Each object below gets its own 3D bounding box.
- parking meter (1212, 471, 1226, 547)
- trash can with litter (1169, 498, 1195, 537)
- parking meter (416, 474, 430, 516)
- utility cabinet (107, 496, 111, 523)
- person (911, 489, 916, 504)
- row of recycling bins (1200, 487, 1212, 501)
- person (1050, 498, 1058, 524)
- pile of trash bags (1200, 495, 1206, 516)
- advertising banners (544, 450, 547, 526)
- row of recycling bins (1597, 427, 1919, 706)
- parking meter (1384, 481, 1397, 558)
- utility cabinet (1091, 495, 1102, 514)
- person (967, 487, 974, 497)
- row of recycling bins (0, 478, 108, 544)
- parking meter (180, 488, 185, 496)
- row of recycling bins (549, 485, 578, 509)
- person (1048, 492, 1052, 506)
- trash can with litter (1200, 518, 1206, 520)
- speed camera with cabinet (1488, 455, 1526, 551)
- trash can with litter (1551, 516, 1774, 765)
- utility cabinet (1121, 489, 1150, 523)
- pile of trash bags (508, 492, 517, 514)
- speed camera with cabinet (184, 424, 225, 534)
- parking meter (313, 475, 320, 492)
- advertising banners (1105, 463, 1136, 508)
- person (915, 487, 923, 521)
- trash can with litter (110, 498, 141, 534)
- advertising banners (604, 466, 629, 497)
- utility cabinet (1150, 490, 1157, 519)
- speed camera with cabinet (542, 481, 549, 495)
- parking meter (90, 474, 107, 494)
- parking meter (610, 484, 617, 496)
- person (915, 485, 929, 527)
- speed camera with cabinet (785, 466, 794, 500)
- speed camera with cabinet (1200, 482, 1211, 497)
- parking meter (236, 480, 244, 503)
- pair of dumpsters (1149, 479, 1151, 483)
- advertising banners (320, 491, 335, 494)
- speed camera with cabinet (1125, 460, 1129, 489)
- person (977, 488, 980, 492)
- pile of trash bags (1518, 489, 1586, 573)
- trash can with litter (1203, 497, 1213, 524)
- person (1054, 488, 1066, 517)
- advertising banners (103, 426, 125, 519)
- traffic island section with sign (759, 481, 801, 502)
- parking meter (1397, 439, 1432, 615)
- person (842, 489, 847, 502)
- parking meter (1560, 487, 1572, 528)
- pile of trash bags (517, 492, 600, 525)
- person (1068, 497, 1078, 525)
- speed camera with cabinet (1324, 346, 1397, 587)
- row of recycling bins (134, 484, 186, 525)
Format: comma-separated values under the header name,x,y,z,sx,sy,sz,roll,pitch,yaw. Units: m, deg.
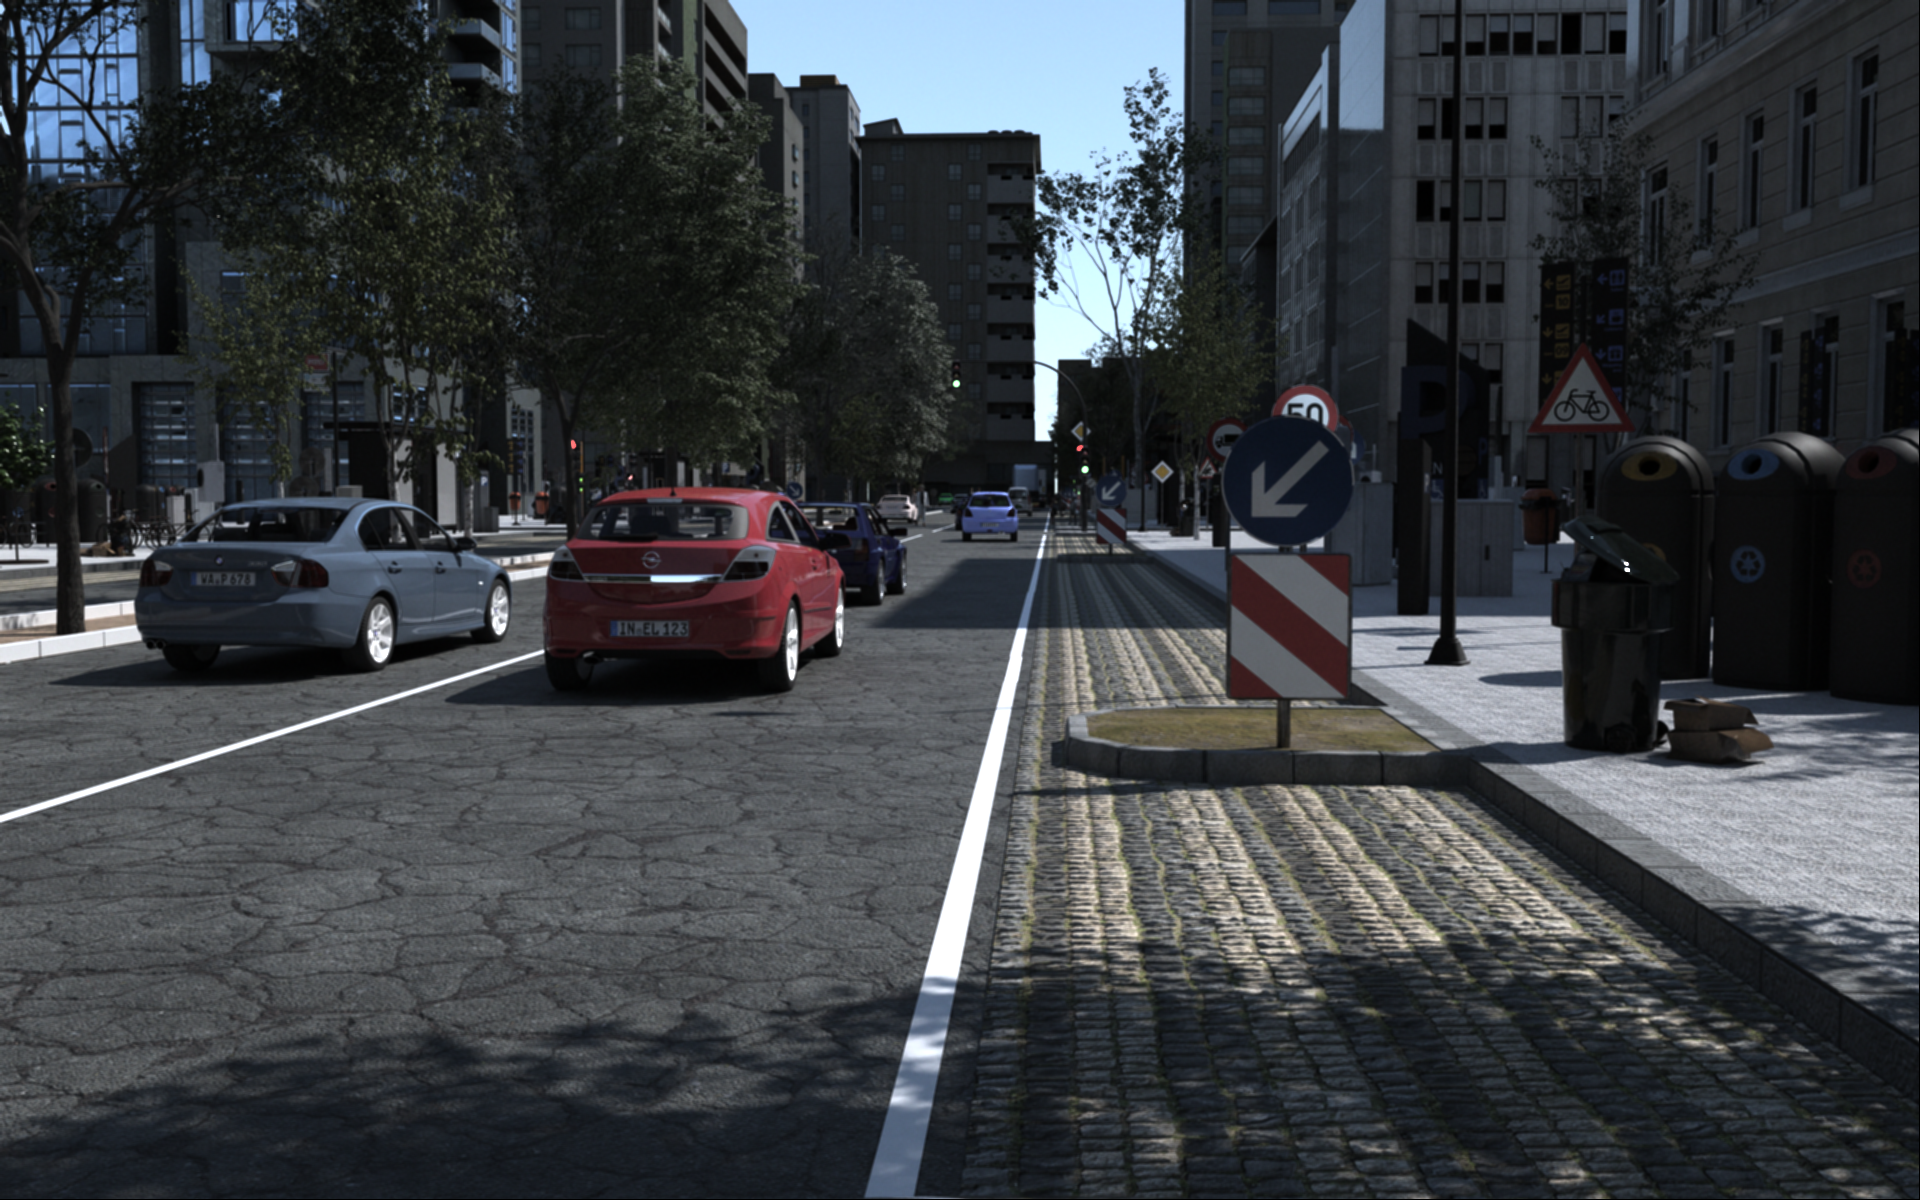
name,x,y,z,sx,sy,sz,roll,pitch,yaw
parking meter,6.307,-2.212,41.871,0.399,1.863,0.255,-3,5,-40
trash can with litter,6.655,-2.492,52.139,0.624,1.170,1.055,-2,4,-27
parking meter,-15.478,-2.703,49.909,0.255,1.863,0.399,-3,5,-41
utility cabinet,-34.519,-3.574,69.595,0.306,1.237,1.020,3,4,37
person,-2.530,-5.383,97.183,0.598,1.740,0.731,-3,5,-41
row of recycling bins,15.056,-5.997,105.161,3.534,1.692,1.069,2,4,25
person,4.412,-4.175,81.430,0.362,1.253,0.373,-3,5,-44
pile of trash bags,14.562,-5.578,100.958,3.447,1.369,1.912,-2,4,-27
advertising banners,-16.765,-4.517,70.034,0.090,3.025,2.074,-1,4,-14
row of recycling bins,5.672,-0.251,11.212,1.069,1.692,3.534,-2,4,-31
parking meter,8.598,-1.615,34.820,0.372,1.533,0.369,0,3,0
utility cabinet,8.906,-6.177,112.149,0.306,1.237,1.020,-2,4,-32
person,0.778,-6.224,110.043,0.659,1.850,0.755,-1,4,-16
row of recycling bins,-23.998,-2.304,44.791,3.534,1.692,1.069,-3,5,-43
parking meter,-30.690,-3.685,68.665,0.372,1.533,0.369,0,3,0
row of recycling bins,-18.723,-4.622,82.685,1.069,1.692,3.534,0,4,4
person,10.540,-11.801,202.907,0.415,1.643,0.593,1,4,10
trash can with litter,12.150,-4.619,86.573,2.233,1.210,1.678,-1,4,-18
speed camera with cabinet,12.427,-2.799,40.102,0.660,3.252,2.038,0,4,-6
trash can with litter,3.497,0.169,8.617,0.624,1.170,1.055,-3,5,-42
utility cabinet,7.673,-4.137,76.320,1.173,1.500,0.318,-2,4,-29
pile of trash bags,-21.361,-4.796,88.174,3.447,1.369,1.912,1,4,12
speed camera with cabinet,-21.449,-3.350,49.113,0.660,3.252,2.038,-3,4,-38
parking meter,-20.242,-2.967,54.224,0.255,1.863,0.399,1,4,17
advertising banners,9.059,-6.218,97.859,2.074,3.025,0.090,0,4,7
person,-2.143,-5.151,92.695,0.573,1.828,0.580,-1,4,-14
trash can with litter,-27.507,-2.763,56.239,1.678,1.210,2.233,-2,4,-35
advertising banners,-21.209,-6.794,107.274,2.074,3.025,0.090,2,4,25
utility cabinet,9.364,-4.824,87.545,1.173,1.500,0.318,1,4,23
speed camera with cabinet,-28.699,-7.536,117.549,0.660,3.252,2.038,1,4,23
parking meter,-24.755,-2.696,49.792,0.399,1.863,0.255,-3,5,-41
parking meter,-20.740,-5.996,103.748,0.399,1.863,0.255,0,4,0
person,-1.703,-4.151,76.248,0.514,1.842,0.818,-2,4,-27
speed camera with cabinet,-11.764,-7.735,120.799,0.660,3.252,2.038,0,4,3
speed camera with cabinet,18.856,-8.657,135.877,0.660,3.252,2.038,-2,4,-25
parking meter,-30.300,-4.109,72.901,0.255,1.863,0.399,-1,4,-12
pair of dumpsters,11.691,-6.184,103.602,1.574,2.255,4.437,0,4,3
advertising banners,-25.176,-4.556,70.678,2.074,3.025,0.090,0,4,2
speed camera with cabinet,10.323,-6.428,99.429,2.038,3.252,0.660,3,4,38
person,1.120,-6.031,107.063,0.822,1.834,0.622,-3,5,-41
pile of trash bags,10.855,-1.152,28.593,3.447,1.369,1.912,-1,4,-11
trash can with litter,10.763,-3.843,74.224,0.624,1.170,1.055,1,4,13
person,6.273,-6.193,109.718,0.822,1.834,0.622,0,4,7
advertising banners,-21.616,-2.939,44.236,0.090,3.025,2.074,-3,4,-37
traffic island section with sign,-6.717,-3.151,59.663,2.006,1.907,1.989,0,4,3
parking meter,4.845,-0.780,18.461,0.255,1.863,0.399,2,4,30
person,-8.020,-6.814,120.459,0.362,1.759,0.519,0,4,7
parking meter,22.846,-3.479,65.289,0.372,1.533,0.369,0,3,0
pile of trash bags,-16.737,-3.896,73.455,1.912,1.369,3.447,2,4,28
person,5.262,-4.140,80.460,0.475,1.303,0.640,2,4,32
speed camera with cabinet,5.313,-1.811,23.952,0.660,3.252,2.038,3,4,38
row of recycling bins,-33.777,-4.039,73.154,1.069,1.692,3.534,0,4,3
